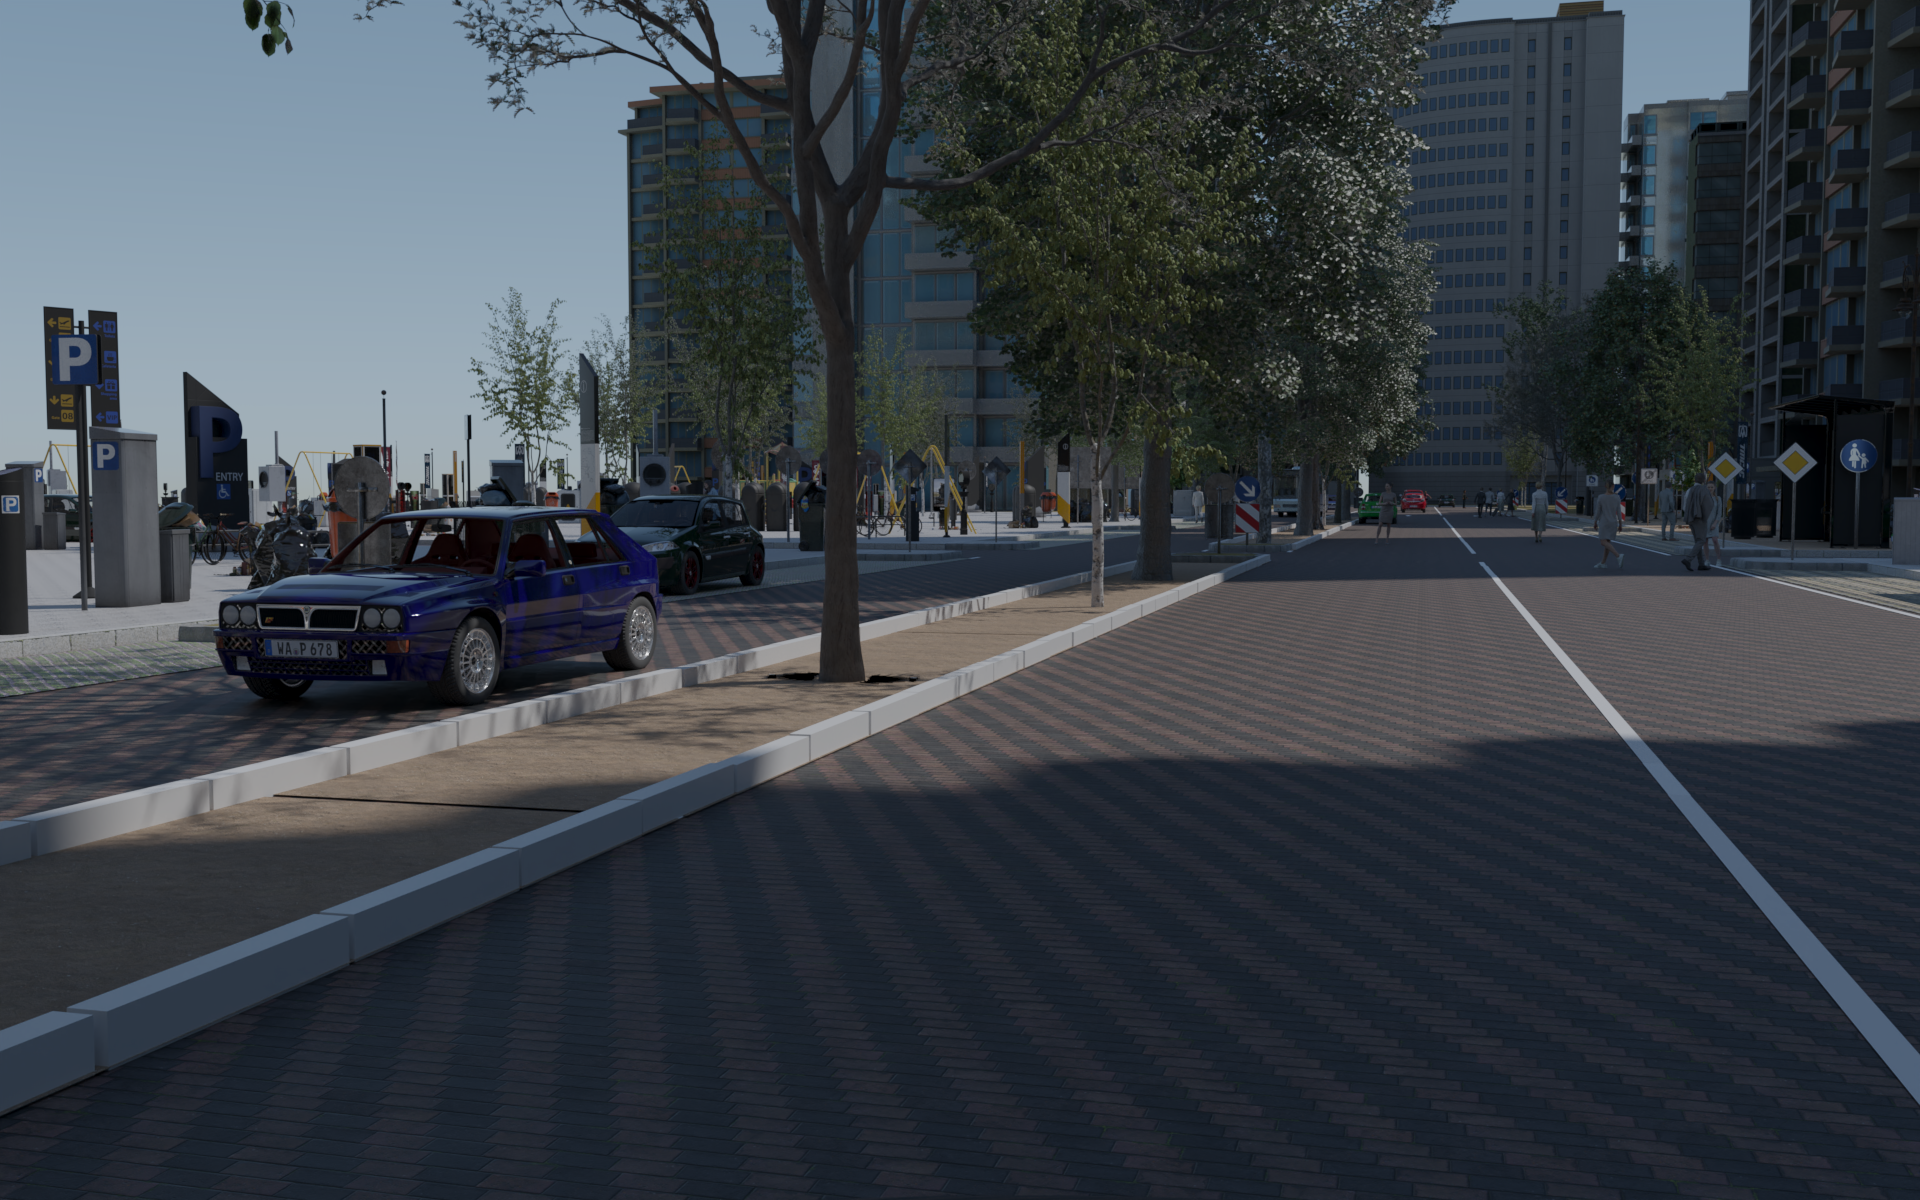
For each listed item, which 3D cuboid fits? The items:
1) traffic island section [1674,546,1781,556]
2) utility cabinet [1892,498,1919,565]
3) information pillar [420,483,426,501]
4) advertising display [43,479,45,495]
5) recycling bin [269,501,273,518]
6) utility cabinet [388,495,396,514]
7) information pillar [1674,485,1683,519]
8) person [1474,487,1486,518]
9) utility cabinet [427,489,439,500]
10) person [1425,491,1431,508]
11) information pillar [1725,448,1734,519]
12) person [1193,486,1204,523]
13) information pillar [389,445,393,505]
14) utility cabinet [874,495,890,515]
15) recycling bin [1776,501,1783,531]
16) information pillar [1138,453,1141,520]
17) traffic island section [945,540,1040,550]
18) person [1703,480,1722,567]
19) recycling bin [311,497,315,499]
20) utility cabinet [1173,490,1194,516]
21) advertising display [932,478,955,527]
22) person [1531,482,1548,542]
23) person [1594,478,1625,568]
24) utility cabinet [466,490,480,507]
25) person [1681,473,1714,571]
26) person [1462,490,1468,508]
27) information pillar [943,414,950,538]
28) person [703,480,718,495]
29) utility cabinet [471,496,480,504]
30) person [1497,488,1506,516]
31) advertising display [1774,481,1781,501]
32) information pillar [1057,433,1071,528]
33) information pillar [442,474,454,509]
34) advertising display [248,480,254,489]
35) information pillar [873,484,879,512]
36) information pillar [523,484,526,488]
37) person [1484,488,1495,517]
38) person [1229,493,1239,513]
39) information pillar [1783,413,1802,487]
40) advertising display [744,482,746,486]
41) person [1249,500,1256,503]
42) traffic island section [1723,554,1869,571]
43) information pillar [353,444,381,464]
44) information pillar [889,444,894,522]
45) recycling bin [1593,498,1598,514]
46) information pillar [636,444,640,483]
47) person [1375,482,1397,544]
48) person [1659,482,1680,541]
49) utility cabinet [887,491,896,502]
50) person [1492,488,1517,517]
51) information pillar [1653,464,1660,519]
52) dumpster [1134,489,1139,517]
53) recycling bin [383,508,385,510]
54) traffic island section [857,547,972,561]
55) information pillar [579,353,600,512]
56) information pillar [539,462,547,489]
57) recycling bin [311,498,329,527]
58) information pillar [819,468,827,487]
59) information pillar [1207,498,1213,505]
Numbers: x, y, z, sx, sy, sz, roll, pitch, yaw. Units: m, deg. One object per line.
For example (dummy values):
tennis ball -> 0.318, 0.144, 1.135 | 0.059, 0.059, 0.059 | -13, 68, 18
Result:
traffic island section -> 18.220, -1.163, 41.297 | 2.009, 0.180, 2.903 | 1, 4, 15
utility cabinet -> 17.470, -1.235, 31.349 | 1.020, 1.237, 0.306 | 2, 4, 27
information pillar -> -36.071, -6.845, 116.409 | 0.304, 2.012, 0.304 | 1, 4, 17
advertising display -> -38.156, -4.039, 71.258 | 0.123, 1.923, 0.974 | 3, 4, 39
recycling bin -> -36.635, -4.797, 90.992 | 0.722, 1.027, 0.722 | 1, 4, 13
utility cabinet -> -36.707, -6.169, 112.022 | 0.306, 1.237, 1.020 | 0, 4, 3
information pillar -> 36.552, -5.117, 88.160 | 0.304, 2.012, 0.304 | 0, 4, -1
person -> 31.258, -5.854, 103.992 | 0.659, 1.850, 0.755 | 2, 4, 27
utility cabinet -> -21.142, -3.723, 69.542 | 0.318, 1.500, 1.173 | -2, 4, -25
person -> 49.171, -10.623, 182.908 | 1.217, 1.743, 0.721 | 0, 4, 6
information pillar -> 39.283, -5.930, 88.311 | 0.183, 3.616, 0.504 | 0, 4, -2
person -> 11.692, -4.677, 84.846 | 0.514, 1.842, 0.818 | 0, 4, -8
information pillar -> -26.918, -5.539, 81.923 | 0.183, 3.616, 0.504 | 0, 4, -6
utility cabinet -> -4.810, -5.867, 107.081 | 1.020, 1.237, 0.306 | 0, 4, 5
recycling bin -> 28.556, -2.890, 59.806 | 0.722, 1.027, 0.722 | -1, 4, -19
information pillar -> 9.043, -5.843, 86.886 | 0.183, 3.616, 0.504 | 0, 4, 3
traffic island section -> 0.936, -1.445, 45.910 | 2.009, 0.180, 2.903 | 1, 4, 15
person -> 14.902, -1.524, 34.417 | 0.512, 1.701, 0.522 | 2, 4, 31
recycling bin -> -48.422, -7.204, 130.346 | 0.722, 1.027, 0.722 | -1, 4, -9
utility cabinet -> 12.832, -5.538, 99.224 | 1.173, 1.500, 0.318 | 3, 5, 39
advertising display -> -0.647, -3.858, 68.289 | 0.974, 1.923, 0.123 | -2, 4, -26
person -> 17.104, -2.593, 51.118 | 0.478, 1.798, 0.641 | 1, 4, 21
person -> 12.521, -1.472, 33.321 | 0.466, 1.731, 0.760 | -2, 4, -30
utility cabinet -> -29.666, -5.968, 106.255 | 1.173, 1.500, 0.318 | -2, 4, -34
person -> 13.785, -1.450, 32.313 | 0.850, 1.850, 0.679 | -2, 4, -26
person -> 50.806, -10.145, 174.387 | 0.705, 1.821, 1.348 | 3, 4, 36
information pillar -> -0.385, -3.662, 51.222 | 0.183, 3.616, 0.504 | 0, 4, 8
person -> -6.312, -2.169, 44.221 | 0.793, 1.790, 0.793 | 1, 4, 19
utility cabinet -> -15.016, -2.670, 54.815 | 1.020, 1.237, 0.306 | -1, 4, -19
person -> 34.966, -6.319, 112.039 | 0.641, 1.798, 0.478 | -3, 5, -39
advertising display -> 42.079, -5.089, 88.420 | 0.974, 1.923, 0.123 | 3, 5, 45
information pillar -> 3.925, -4.522, 65.289 | 0.504, 3.616, 0.183 | 2, 4, 27
information pillar -> -18.492, -3.553, 62.576 | 0.304, 2.012, 0.304 | 2, 4, 32
advertising display -> -33.296, -4.634, 80.982 | 0.974, 1.923, 0.123 | 3, 5, 41
information pillar -> -6.007, -7.308, 123.971 | 0.304, 2.012, 0.304 | -3, 5, -43
information pillar -> -32.707, -7.691, 130.234 | 0.304, 2.012, 0.304 | 3, 4, 36
person -> 32.816, -6.060, 107.422 | 0.661, 1.843, 0.795 | 2, 4, 30
person -> 13.487, -4.665, 84.876 | 0.850, 1.850, 0.679 | 2, 4, 35
information pillar -> 23.310, -3.498, 48.549 | 0.504, 3.616, 0.183 | 1, 4, 19
advertising display -> -11.453, -5.401, 93.523 | 0.123, 1.923, 0.974 | 0, 4, 8
person -> 15.039, -4.929, 89.435 | 0.694, 1.780, 0.624 | -1, 4, -16
traffic island section -> 16.156, -0.691, 33.582 | 2.009, 0.180, 2.903 | 1, 4, 15
information pillar -> -8.799, -1.301, 25.762 | 0.304, 2.012, 0.304 | 3, 5, 45
information pillar -> -3.153, -5.446, 80.399 | 0.183, 3.616, 0.504 | -1, 4, -16
recycling bin -> 40.997, -6.051, 111.495 | 0.722, 1.027, 0.722 | 1, 4, 9
information pillar -> -15.158, -5.523, 81.648 | 0.183, 3.616, 0.504 | -1, 4, -22
person -> 12.126, -2.475, 49.301 | 0.599, 1.781, 0.374 | 1, 4, 13
person -> 21.571, -2.702, 52.778 | 0.391, 1.810, 0.635 | -2, 4, -26
utility cabinet -> -4.759, -6.395, 113.236 | 1.173, 1.500, 0.318 | 1, 4, 9
person -> 34.535, -6.182, 109.796 | 1.509, 1.804, 0.699 | 1, 4, 22
information pillar -> 35.741, -5.960, 88.796 | 0.183, 3.616, 0.504 | 3, 4, 36
dumpster -> 10.462, -5.592, 97.183 | 1.264, 1.857, 1.865 | 1, 4, 15
recycling bin -> -41.649, -6.810, 123.895 | 0.722, 1.027, 0.722 | 3, 5, 41
traffic island section -> -1.128, -0.973, 38.195 | 2.009, 0.180, 2.903 | 1, 4, 15
information pillar -> -6.135, -2.282, 28.672 | 0.183, 3.616, 0.504 | -3, 5, -42
information pillar -> -27.504, -7.521, 114.319 | 0.504, 3.616, 0.183 | -3, 5, -40
recycling bin -> -24.572, -3.347, 67.273 | 0.722, 1.027, 0.722 | 2, 4, 34
information pillar -> -3.819, -2.730, 49.121 | 0.304, 2.012, 0.304 | -1, 4, -9
information pillar -> 16.192, -6.584, 112.147 | 0.304, 2.012, 0.304 | 2, 4, 28
